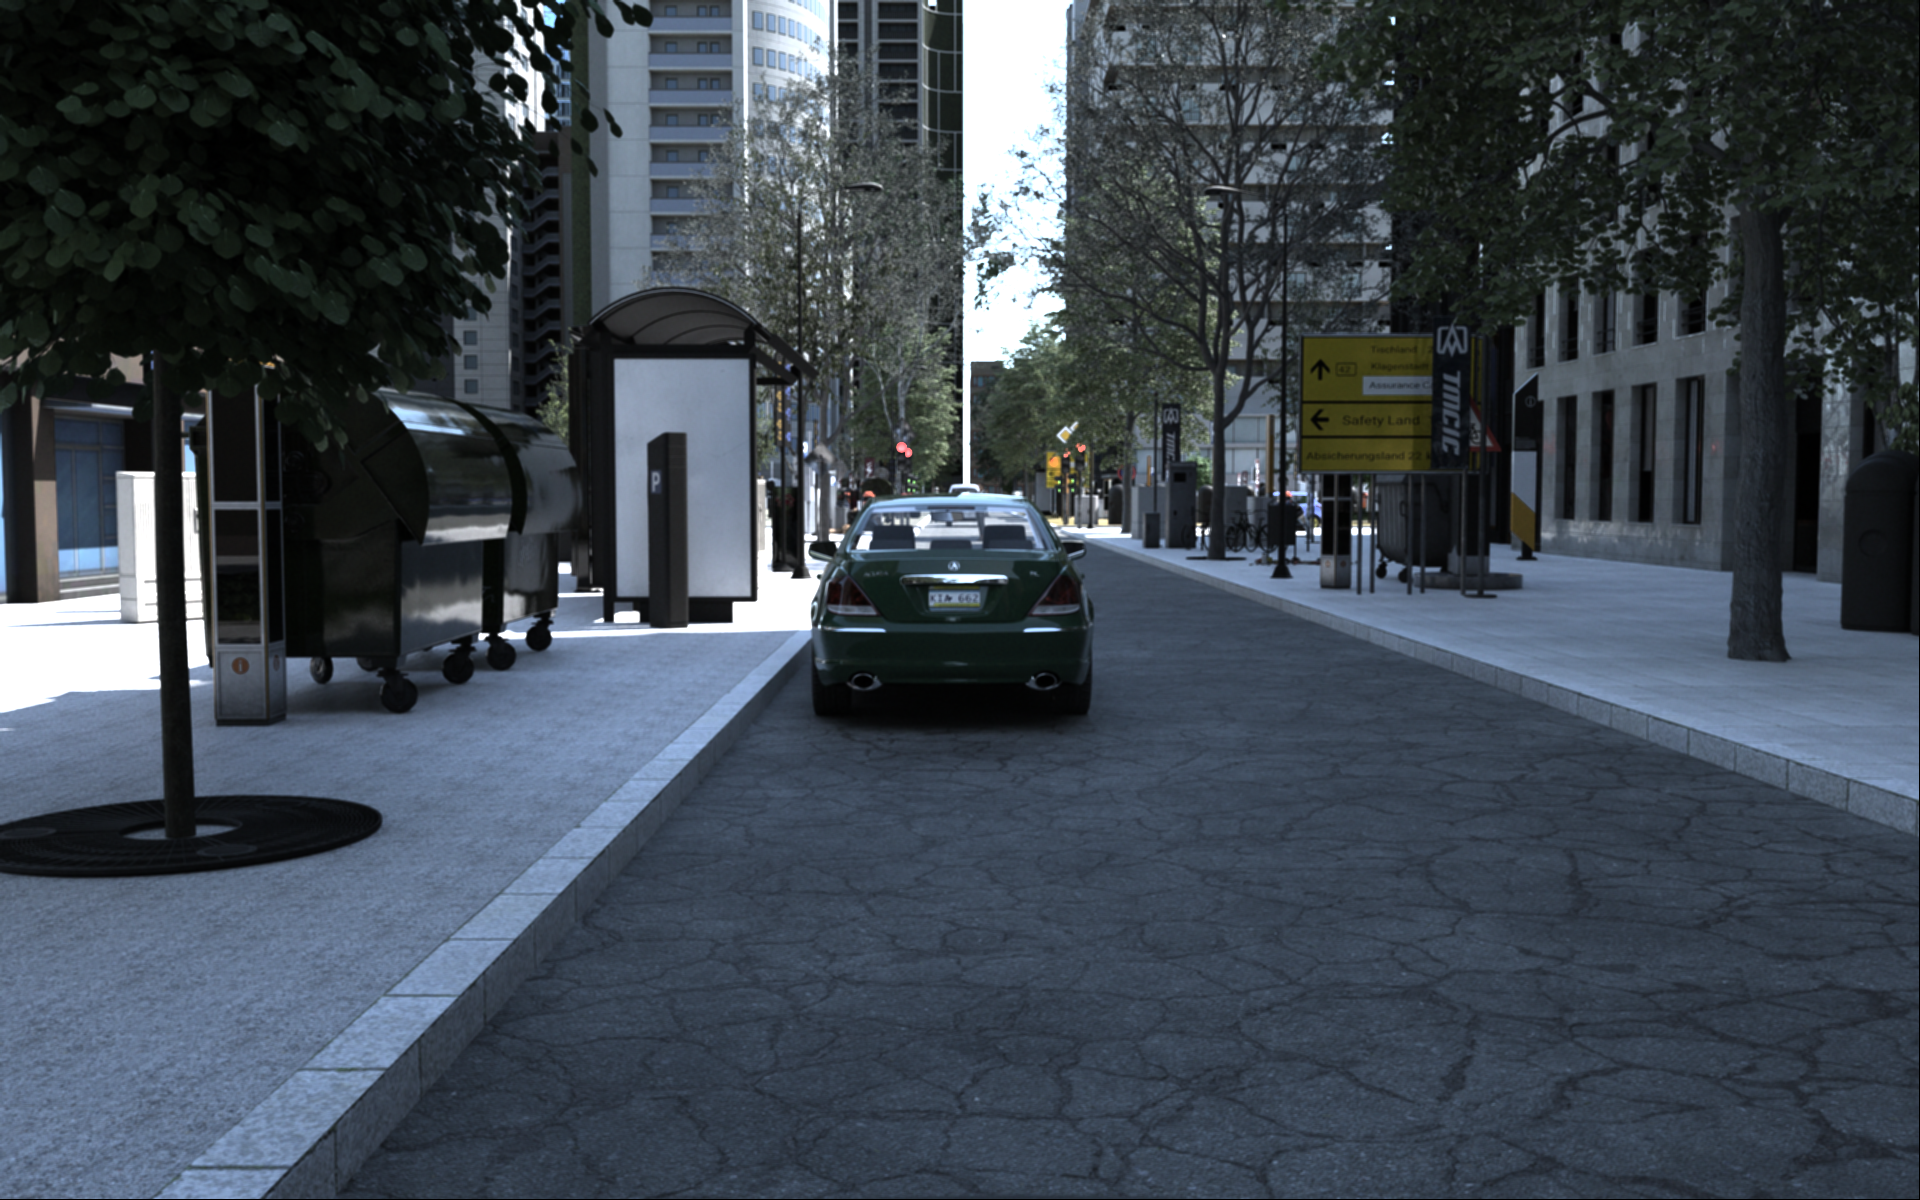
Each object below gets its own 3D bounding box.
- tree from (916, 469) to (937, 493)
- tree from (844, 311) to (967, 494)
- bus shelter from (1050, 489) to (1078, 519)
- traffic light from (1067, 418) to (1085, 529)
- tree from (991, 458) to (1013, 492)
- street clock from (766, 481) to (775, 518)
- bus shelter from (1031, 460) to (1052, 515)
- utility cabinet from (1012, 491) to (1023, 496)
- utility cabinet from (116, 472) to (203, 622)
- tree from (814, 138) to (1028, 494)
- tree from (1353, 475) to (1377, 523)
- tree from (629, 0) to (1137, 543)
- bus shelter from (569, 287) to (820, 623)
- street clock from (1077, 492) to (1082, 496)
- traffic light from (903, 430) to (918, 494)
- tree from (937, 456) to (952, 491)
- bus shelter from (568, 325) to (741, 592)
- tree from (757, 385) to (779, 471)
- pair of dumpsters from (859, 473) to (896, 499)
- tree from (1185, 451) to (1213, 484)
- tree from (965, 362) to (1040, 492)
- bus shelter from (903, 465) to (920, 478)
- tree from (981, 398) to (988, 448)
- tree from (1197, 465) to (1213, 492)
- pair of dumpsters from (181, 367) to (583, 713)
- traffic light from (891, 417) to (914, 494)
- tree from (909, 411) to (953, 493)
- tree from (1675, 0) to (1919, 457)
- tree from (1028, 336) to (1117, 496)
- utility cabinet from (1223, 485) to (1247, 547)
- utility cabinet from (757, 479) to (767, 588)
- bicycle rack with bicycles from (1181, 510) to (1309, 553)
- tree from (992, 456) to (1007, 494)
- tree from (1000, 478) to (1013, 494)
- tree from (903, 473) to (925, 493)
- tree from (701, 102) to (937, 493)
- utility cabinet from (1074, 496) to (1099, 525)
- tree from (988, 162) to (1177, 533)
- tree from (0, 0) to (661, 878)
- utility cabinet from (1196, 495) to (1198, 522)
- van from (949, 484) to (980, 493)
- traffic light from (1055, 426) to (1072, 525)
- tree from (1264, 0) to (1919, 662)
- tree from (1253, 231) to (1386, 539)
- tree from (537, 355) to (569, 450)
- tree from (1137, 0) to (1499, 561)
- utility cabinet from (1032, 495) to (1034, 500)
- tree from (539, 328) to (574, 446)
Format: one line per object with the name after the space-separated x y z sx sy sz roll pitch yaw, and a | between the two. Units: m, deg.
-3.755 -10.977 163.190 4.285 4.588 4.351 0 3 0 | tree
-3.346 -11.447 105.281 7.486 12.596 7.792 0 3 0 | tree
5.887 -7.156 94.628 2.179 5.291 8.768 0 3 0 | bus shelter
4.359 -4.552 63.352 0.839 4.253 0.868 0 4 0 | traffic light
5.067 -15.483 203.511 4.360 8.622 3.978 0 3 0 | tree
-10.125 -5.380 92.533 0.358 2.002 0.471 3 4 37 | street clock
5.295 -6.628 102.296 2.014 3.302 5.546 0 4 0 | bus shelter
4.780 -8.296 144.316 0.318 1.500 1.173 2 4 34 | utility cabinet
-7.892 -0.543 17.556 0.318 1.500 1.173 2 4 32 | utility cabinet
-2.421 -14.333 90.231 12.611 20.169 13.585 0 3 0 | tree
18.024 -5.642 75.960 4.285 4.588 4.351 0 3 0 | tree
-3.513 -8.280 45.754 12.009 13.543 11.850 0 3 0 | tree
-2.814 -1.578 19.720 2.014 3.302 5.546 0 4 0 | bus shelter
5.684 -4.738 82.038 0.358 2.002 0.471 0 4 0 | street clock
-2.135 -5.038 71.295 0.839 4.253 0.868 0 4 0 | traffic light
-3.140 -15.991 211.820 4.360 8.622 3.978 0 3 0 | tree
-4.276 -2.103 25.660 1.731 3.624 6.357 0 4 0 | bus shelter
-13.289 -9.834 111.143 4.737 8.622 4.395 0 3 0 | tree
-3.696 -4.584 77.435 1.574 2.255 4.437 0 4 0 | pair of dumpsters
17.808 -8.902 129.269 4.285 4.588 4.351 0 3 0 | tree
5.347 -15.805 165.060 9.857 13.997 8.962 0 3 0 | tree
-4.023 -8.901 136.814 1.731 3.624 6.357 0 4 0 | bus shelter
5.301 -11.741 110.086 7.486 12.596 7.792 0 3 0 | tree
16.601 -7.517 117.497 1.663 3.219 1.824 0 3 0 | tree
-3.834 -0.585 12.060 1.574 2.255 4.437 0 4 0 | pair of dumpsters
-2.102 -4.550 63.310 0.839 4.253 0.868 0 4 0 | traffic light
-2.972 -11.991 146.408 4.737 8.622 4.395 0 3 0 | tree
10.542 -4.252 19.880 4.737 8.622 4.395 0 3 0 | tree
5.271 -7.739 76.891 4.737 8.622 4.395 0 3 0 | tree
6.598 -2.039 42.015 0.318 1.500 1.173 2 4 33 | utility cabinet
-2.843 -0.894 23.293 0.318 1.500 1.173 0 4 4 | utility cabinet
6.567 -1.562 38.915 2.852 0.926 2.925 -1 4 -15 | bicycle rack with bicycles
4.654 -14.258 183.487 4.737 8.622 4.395 0 3 0 | tree
5.196 -11.137 176.698 1.663 3.219 1.824 0 3 0 | tree
-3.239 -7.770 121.641 1.663 3.219 1.824 0 3 0 | tree
-3.122 -5.084 33.487 4.360 8.622 3.978 0 3 0 | tree
5.291 -3.756 72.578 1.020 1.237 0.306 2 4 35 | utility cabinet
5.875 -8.497 57.055 7.486 12.596 7.792 0 3 0 | tree
-2.842 -1.387 6.384 4.285 4.588 4.351 0 3 0 | tree
10.588 -4.135 78.769 0.306 1.237 1.020 -1 4 -10 | utility cabinet
0.210 -4.283 77.040 2.013 2.044 4.112 0 4 0 | van
4.326 -5.041 71.337 0.839 4.253 0.868 0 4 0 | traffic light
5.798 -5.805 13.034 7.486 12.596 7.792 0 3 0 | tree
10.043 -6.039 49.107 4.360 8.622 3.978 0 3 0 | tree
-20.015 -8.598 90.947 4.360 8.622 3.978 0 3 0 | tree
5.148 -7.531 33.503 12.009 13.543 11.850 0 3 0 | tree
6.512 -8.147 144.365 1.020 1.237 0.306 -2 4 -31 | utility cabinet
-16.302 -7.710 76.420 4.737 8.622 4.395 0 3 0 | tree
